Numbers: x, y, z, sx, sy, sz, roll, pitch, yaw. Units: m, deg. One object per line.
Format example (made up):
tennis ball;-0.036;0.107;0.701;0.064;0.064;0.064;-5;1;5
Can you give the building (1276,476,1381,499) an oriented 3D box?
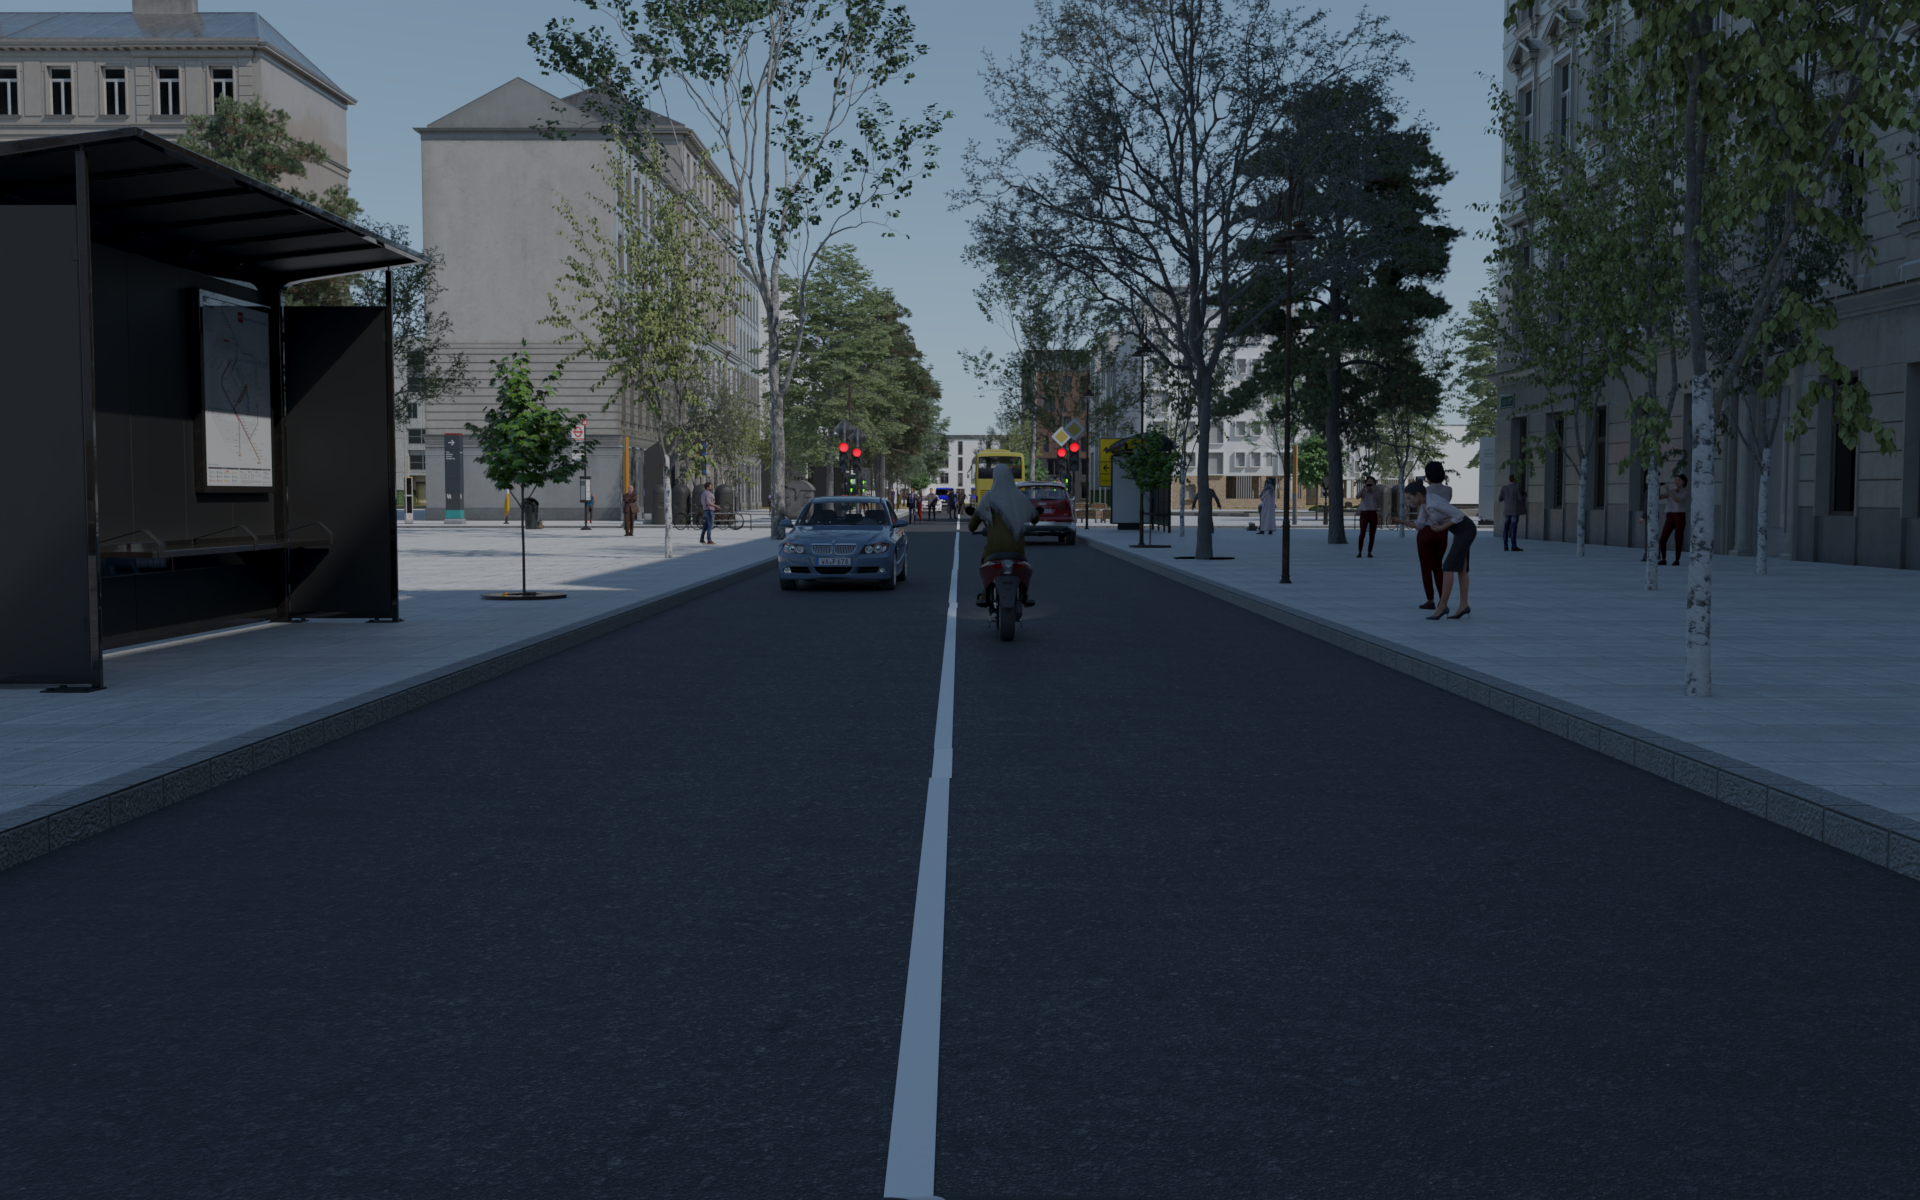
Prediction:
building;55.998;-18.591;246.111;28.070;9.664;9.099;0;3;0

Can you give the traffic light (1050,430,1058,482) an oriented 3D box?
traffic light;4.151;-5.025;71.399;0.839;4.213;0.868;0;3;0

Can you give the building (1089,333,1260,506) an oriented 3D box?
building;24.198;-20.137;195.698;16.747;18.905;31.486;0;3;0

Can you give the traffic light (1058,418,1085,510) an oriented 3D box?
traffic light;4.149;-4.536;63.414;0.839;4.213;0.868;0;3;0

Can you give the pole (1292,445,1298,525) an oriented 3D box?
pole;13.926;-4.779;71.985;0.158;3.312;0.155;0;3;0

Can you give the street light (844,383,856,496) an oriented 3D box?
street light;-4.574;-6.069;72.014;0.468;5.910;1.993;0;3;0

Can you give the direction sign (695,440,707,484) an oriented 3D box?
direction sign;-10.960;-4.968;73.225;0.379;3.537;0.876;2;4;23

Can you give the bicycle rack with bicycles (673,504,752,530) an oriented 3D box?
bicycle rack with bicycles;-8.763;-2.952;61.640;2.925;0.926;2.852;-2;4;-25

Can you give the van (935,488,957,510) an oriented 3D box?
van;-1.377;-9.480;159.380;2.240;2.365;5.245;0;4;1

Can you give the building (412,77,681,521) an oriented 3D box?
building;-20.893;-14.798;91.095;9.793;20.994;18.267;0;3;0

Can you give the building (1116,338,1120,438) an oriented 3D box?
building;23.844;-19.417;173.887;16.016;20.091;11.380;0;3;0

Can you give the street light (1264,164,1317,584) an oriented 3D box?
street light;4.678;-3.175;24.705;0.468;5.910;1.993;0;3;0

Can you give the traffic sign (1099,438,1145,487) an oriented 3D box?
traffic sign;6.139;-4.196;62.484;2.265;3.308;0.079;1;4;9

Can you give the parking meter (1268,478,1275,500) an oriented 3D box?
parking meter;11.507;-3.573;64.135;0.255;1.863;0.399;0;4;0

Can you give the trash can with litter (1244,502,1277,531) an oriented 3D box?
trash can with litter;10.492;-3.004;60.499;1.055;1.170;0.624;-1;4;-11

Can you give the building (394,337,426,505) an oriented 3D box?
building;-55.435;-20.603;203.310;31.486;18.905;16.747;0;3;0

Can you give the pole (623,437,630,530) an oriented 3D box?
pole;-11.865;-4.142;61.562;0.158;3.312;0.155;0;3;0

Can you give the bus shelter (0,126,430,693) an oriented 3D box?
bus shelter;-6.118;-1.403;14.226;1.731;3.624;6.357;0;3;0

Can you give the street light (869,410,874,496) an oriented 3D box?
street light;-4.659;-7.231;91.018;0.468;5.910;1.993;0;3;0

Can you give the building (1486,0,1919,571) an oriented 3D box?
building;23.921;-15.497;29.799;17.030;29.872;44.131;0;3;0

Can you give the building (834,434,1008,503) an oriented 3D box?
building;-4.904;-18.581;245.947;28.070;9.664;9.099;0;3;0

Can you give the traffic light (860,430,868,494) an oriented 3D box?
traffic light;-4.210;-5.024;71.386;0.839;4.213;0.868;0;3;0

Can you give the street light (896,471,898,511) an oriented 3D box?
street light;-4.741;-9.641;130.414;0.468;5.910;1.993;0;3;0

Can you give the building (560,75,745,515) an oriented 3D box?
building;-21.740;-19.322;113.186;12.463;27.353;25.104;0;3;0

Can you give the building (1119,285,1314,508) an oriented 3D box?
building;23.770;-18.722;162.529;16.016;20.091;11.380;0;3;0

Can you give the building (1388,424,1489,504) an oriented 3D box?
building;65.971;-16.246;207.770;28.070;9.664;9.099;0;3;0

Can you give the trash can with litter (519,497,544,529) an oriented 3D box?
trash can with litter;-15.560;-3.158;63.028;0.624;1.170;1.055;0;4;8

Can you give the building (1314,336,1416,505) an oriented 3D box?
building;46.193;-21.281;204.369;11.380;20.091;16.016;0;3;0

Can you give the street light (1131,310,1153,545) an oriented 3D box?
street light;4.600;-4.338;43.709;0.468;5.910;1.993;0;3;0

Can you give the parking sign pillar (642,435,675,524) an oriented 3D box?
parking sign pillar;-12.774;-5.204;73.564;1.447;3.967;1.447;-1;4;-18

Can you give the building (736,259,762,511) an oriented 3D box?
building;-21.235;-17.487;135.060;9.793;20.994;18.267;0;3;0

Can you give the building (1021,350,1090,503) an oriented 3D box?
building;25.643;-25.169;255.487;32.646;21.610;27.936;0;3;0

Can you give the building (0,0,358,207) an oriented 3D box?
building;-44.963;-17.758;87.604;25.104;27.353;12.463;0;3;0

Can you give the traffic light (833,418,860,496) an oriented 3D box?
traffic light;-4.212;-4.536;63.400;0.839;4.213;0.868;0;3;0

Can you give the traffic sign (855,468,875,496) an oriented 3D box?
traffic sign;-7.094;-8.663;135.517;2.265;3.308;0.079;0;4;7

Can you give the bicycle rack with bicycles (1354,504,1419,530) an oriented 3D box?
bicycle rack with bicycles;15.296;-3.003;62.489;2.925;0.926;2.852;-3;5;-43

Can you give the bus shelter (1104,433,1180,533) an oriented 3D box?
bus shelter;6.163;-3.995;59.248;2.014;3.302;5.546;0;3;0

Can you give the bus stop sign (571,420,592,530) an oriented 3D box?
bus stop sign;-13.446;-4.447;61.418;0.416;3.939;0.855;2;4;32

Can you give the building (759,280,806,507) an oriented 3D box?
building;-29.917;-19.513;163.009;27.936;21.610;32.646;0;3;0

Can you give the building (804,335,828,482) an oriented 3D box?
building;-21.485;-21.239;203.684;11.380;20.091;16.016;0;3;0

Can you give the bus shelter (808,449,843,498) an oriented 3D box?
bus shelter;-6.632;-5.923;88.119;1.731;3.624;6.357;0;3;0
